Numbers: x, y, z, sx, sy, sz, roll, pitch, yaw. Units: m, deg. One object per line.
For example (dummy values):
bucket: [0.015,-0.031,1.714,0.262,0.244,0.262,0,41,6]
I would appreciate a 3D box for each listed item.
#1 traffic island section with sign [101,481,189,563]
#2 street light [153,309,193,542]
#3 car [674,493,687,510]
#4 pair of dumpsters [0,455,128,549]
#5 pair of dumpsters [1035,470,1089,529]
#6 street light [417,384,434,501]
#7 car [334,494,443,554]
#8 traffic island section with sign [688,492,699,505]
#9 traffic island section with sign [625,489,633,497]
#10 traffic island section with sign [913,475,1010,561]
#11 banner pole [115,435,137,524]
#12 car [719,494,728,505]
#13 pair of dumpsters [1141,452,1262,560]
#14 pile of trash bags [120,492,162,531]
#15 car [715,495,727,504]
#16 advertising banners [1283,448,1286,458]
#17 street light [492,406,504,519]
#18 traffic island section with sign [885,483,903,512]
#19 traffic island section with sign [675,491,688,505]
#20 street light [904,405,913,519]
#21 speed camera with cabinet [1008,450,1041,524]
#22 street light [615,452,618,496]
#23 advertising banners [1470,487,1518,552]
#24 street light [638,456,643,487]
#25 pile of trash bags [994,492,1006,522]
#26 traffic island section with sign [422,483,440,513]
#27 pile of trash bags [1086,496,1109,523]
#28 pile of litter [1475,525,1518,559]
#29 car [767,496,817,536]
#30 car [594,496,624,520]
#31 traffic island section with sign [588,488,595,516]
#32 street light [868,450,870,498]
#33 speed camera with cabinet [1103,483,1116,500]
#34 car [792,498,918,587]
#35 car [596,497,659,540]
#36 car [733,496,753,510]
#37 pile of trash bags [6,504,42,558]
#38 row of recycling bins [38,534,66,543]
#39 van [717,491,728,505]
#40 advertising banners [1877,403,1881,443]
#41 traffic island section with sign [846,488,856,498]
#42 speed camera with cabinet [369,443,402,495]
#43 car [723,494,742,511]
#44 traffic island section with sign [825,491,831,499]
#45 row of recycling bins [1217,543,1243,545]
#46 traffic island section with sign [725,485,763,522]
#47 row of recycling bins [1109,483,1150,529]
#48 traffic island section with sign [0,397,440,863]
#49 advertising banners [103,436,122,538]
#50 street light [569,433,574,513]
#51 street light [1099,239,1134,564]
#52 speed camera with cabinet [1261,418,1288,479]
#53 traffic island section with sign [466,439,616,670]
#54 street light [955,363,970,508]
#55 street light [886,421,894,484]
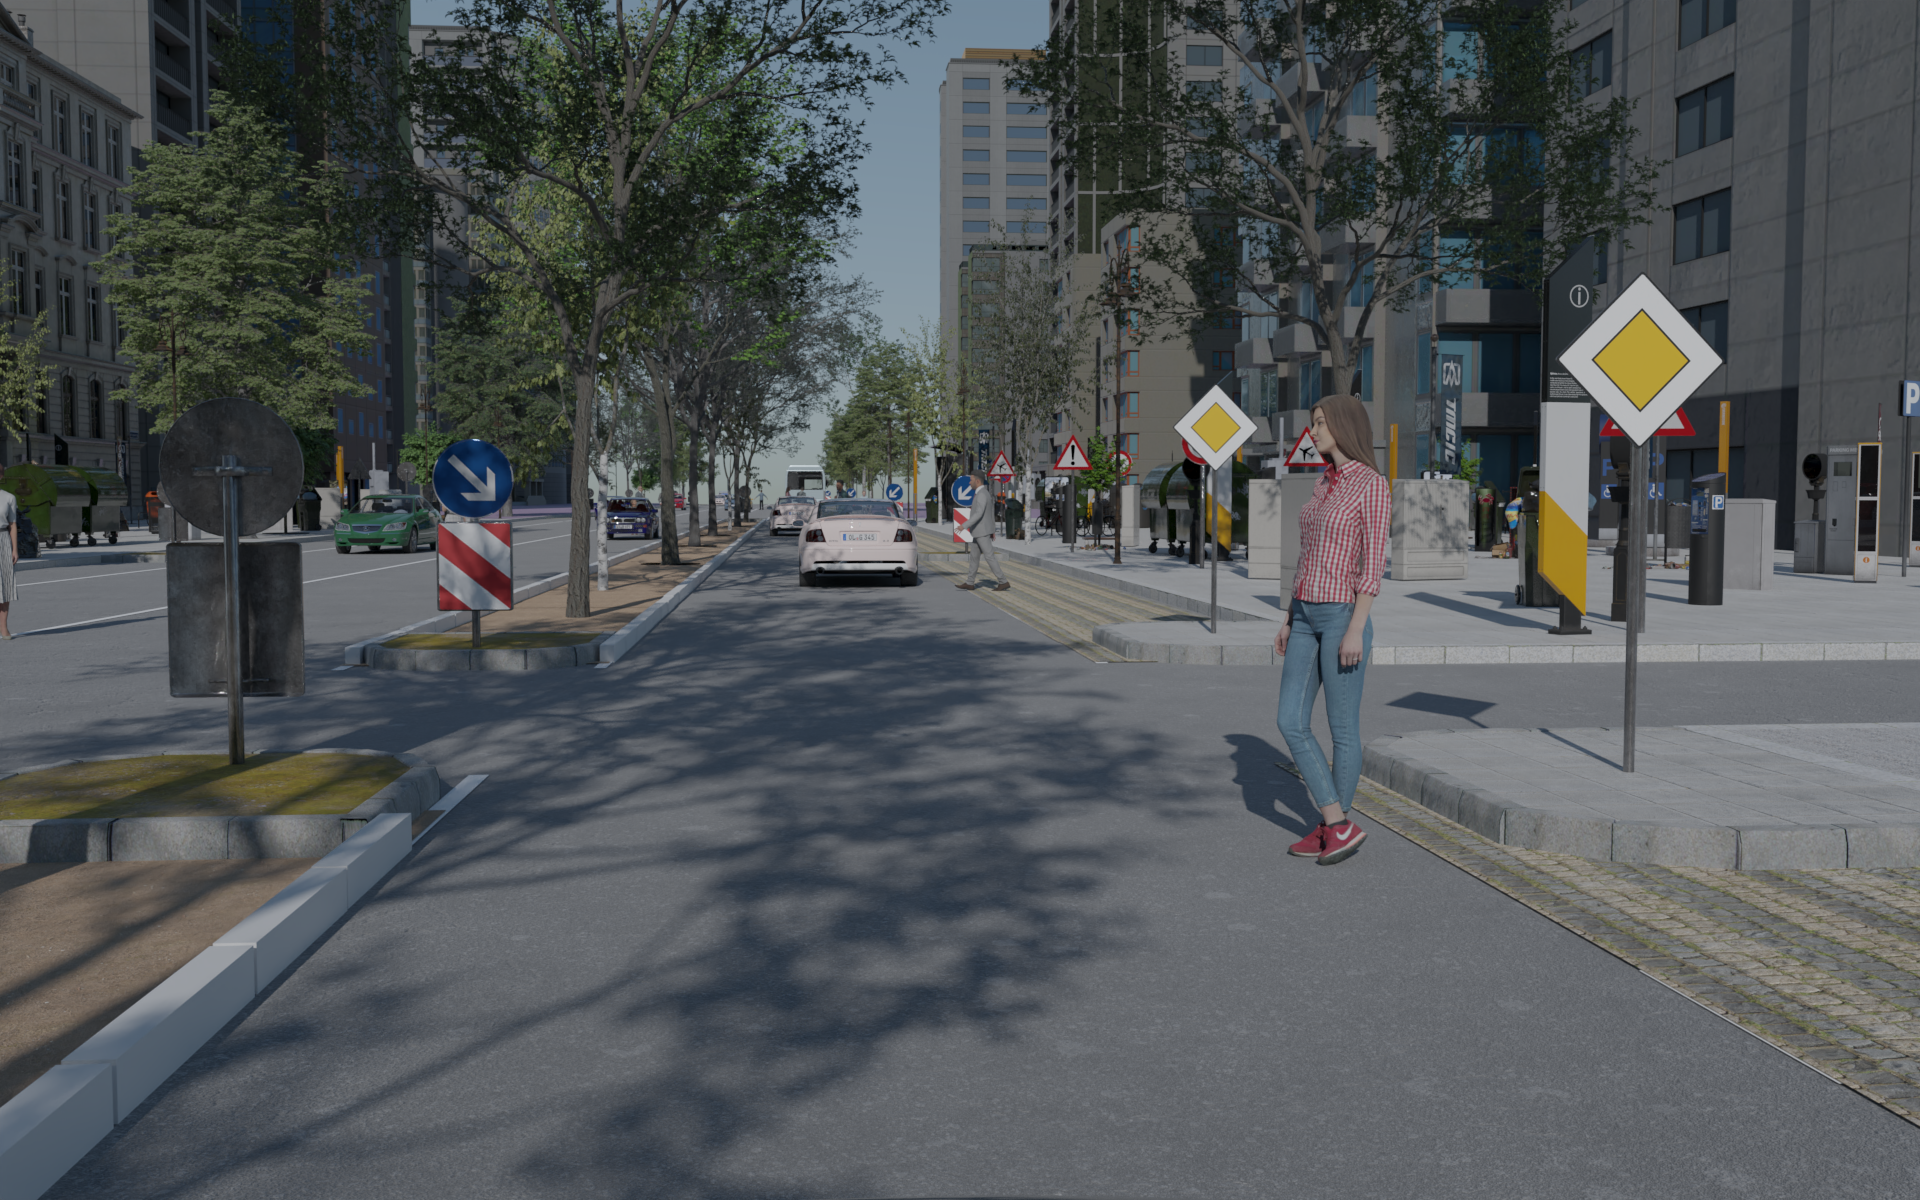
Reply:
traffic island section with sign: [-17.039,-1.744,37.145,1.989,1.847,2.006,0,4,-5]
street light: [-19.664,-4.320,43.414,0.468,5.910,1.993,0,4,-5]
car: [-25.125,-8.778,152.563,2.155,1.783,4.494,0,4,-4]
pair of dumpsters: [-21.853,-2.424,42.127,1.574,2.255,4.437,0,4,-5]
pair of dumpsters: [3.929,-3.875,65.854,1.574,2.255,4.437,0,4,-6]
street light: [-22.483,-6.129,72.992,0.468,5.910,1.993,0,4,-5]
car: [-14.146,-1.914,43.085,2.131,1.459,4.920,0,4,-4]
traffic island section with sign: [-34.582,-13.082,222.518,1.989,1.847,2.006,0,4,-5]
traffic island section with sign: [-26.836,-8.077,140.690,1.989,1.847,2.006,0,4,-5]
traffic island section with sign: [-0.027,-1.773,37.617,1.989,1.847,2.006,0,4,-5]
banner pole: [-35.438,-5.107,73.516,0.401,3.779,0.863,2,4,35]
car: [-30.846,-13.331,227.560,1.945,1.707,3.694,0,4,-7]
pair of dumpsters: [4.901,-2.015,35.436,1.574,2.255,4.437,0,4,-6]
pile of trash bags: [-29.333,-3.066,59.877,3.447,1.369,1.912,-3,5,-41]
car: [-29.796,-12.360,214.447,2.083,1.381,4.827,0,4,-6]
advertising banners: [12.194,-4.263,65.886,0.090,3.025,2.074,1,4,22]
street light: [-24.161,-7.217,90.791,0.468,5.910,1.993,0,4,-5]
traffic island section with sign: [-2.601,-3.438,64.840,1.989,1.847,2.006,0,4,-5]
traffic island section with sign: [-31.891,-11.349,194.188,1.989,1.847,2.006,0,4,-5]
street light: [-2.691,-7.200,90.501,0.468,5.910,1.993,0,4,-5]
speed camera with cabinet: [2.805,-4.925,74.858,0.660,3.252,2.038,2,4,29]
street light: [-29.731,-10.825,149.768,0.468,5.910,1.993,0,4,-5]
advertising banners: [12.309,-2.560,38.039,2.074,3.025,0.090,2,4,25]
street light: [-31.870,-12.261,173.262,0.468,5.910,1.993,0,4,-5]
pile of trash bags: [2.079,-4.308,80.182,1.912,1.369,3.447,0,4,-7]
traffic island section with sign: [-19.567,-3.386,63.982,1.989,1.847,2.006,0,4,-5]
pile of trash bags: [6.844,-4.096,76.722,3.447,1.369,1.912,-1,4,-21]
pile of litter: [11.140,-1.264,34.635,1.719,0.858,1.176,1,4,16]
car: [-5.679,-2.925,60.188,2.083,1.381,4.827,0,4,-6]
car: [-19.166,-5.080,95.636,1.945,1.354,3.894,0,4,-6]
traffic island section with sign: [-24.236,-6.398,113.238,1.989,1.847,2.006,0,4,-5]
street light: [-7.225,-10.063,137.315,0.468,5.910,1.993,0,4,-5]
speed camera with cabinet: [8.643,-5.975,92.028,2.038,3.252,0.660,0,4,1]
car: [-1.695,-0.970,28.228,2.083,1.381,4.827,0,4,-5]
car: [-10.559,-2.605,55.167,1.945,1.354,3.894,0,4,-6]
car: [-20.299,-9.271,161.803,2.015,1.641,3.980,0,4,-4]
pile of trash bags: [-20.245,-1.515,34.517,3.447,1.369,1.912,-2,4,-26]
row of recycling bins: [-24.718,-2.324,45.107,1.069,1.692,3.534,1,4,14]
van: [-31.669,-13.771,232.168,2.013,2.044,4.112,0,4,-6]
advertising banners: [17.311,-2.238,32.783,0.090,3.025,2.074,2,4,32]
traffic island section with sign: [-7.355,-6.511,115.085,1.989,1.847,2.006,0,4,-5]
speed camera with cabinet: [-22.075,-4.416,66.545,0.660,3.252,2.038,-3,4,-37]
car: [-19.566,-8.478,150.615,2.014,1.417,4.499,0,4,-6]
traffic island section with sign: [-9.898,-8.152,141.920,1.989,1.847,2.006,0,4,-5]
row of recycling bins: [8.092,-2.226,43.505,3.534,1.692,1.069,1,4,13]
traffic island section with sign: [-11.180,-4.996,89.818,2.006,1.907,1.989,0,4,-5]
row of recycling bins: [7.077,-3.562,65.346,3.534,1.692,1.069,-2,4,-34]
traffic island section with sign: [-3.400,0.030,7.639,2.006,1.907,1.989,0,4,-5]
advertising banners: [-25.091,-3.372,51.328,0.090,3.025,2.074,-1,4,-10]
street light: [-26.948,-9.025,120.346,0.468,5.910,1.993,0,4,-5]
street light: [2.896,-3.601,31.670,0.468,5.910,1.993,0,4,-5]
speed camera with cabinet: [8.079,-3.134,45.579,0.660,3.252,2.038,0,4,-5]
traffic island section with sign: [-4.089,-0.421,15.014,2.006,1.907,1.989,0,4,-5]
street light: [0.130,-5.384,60.823,0.468,5.910,1.993,0,4,-5]
street light: [-4.354,-8.270,107.997,0.468,5.910,1.993,0,4,-5]
